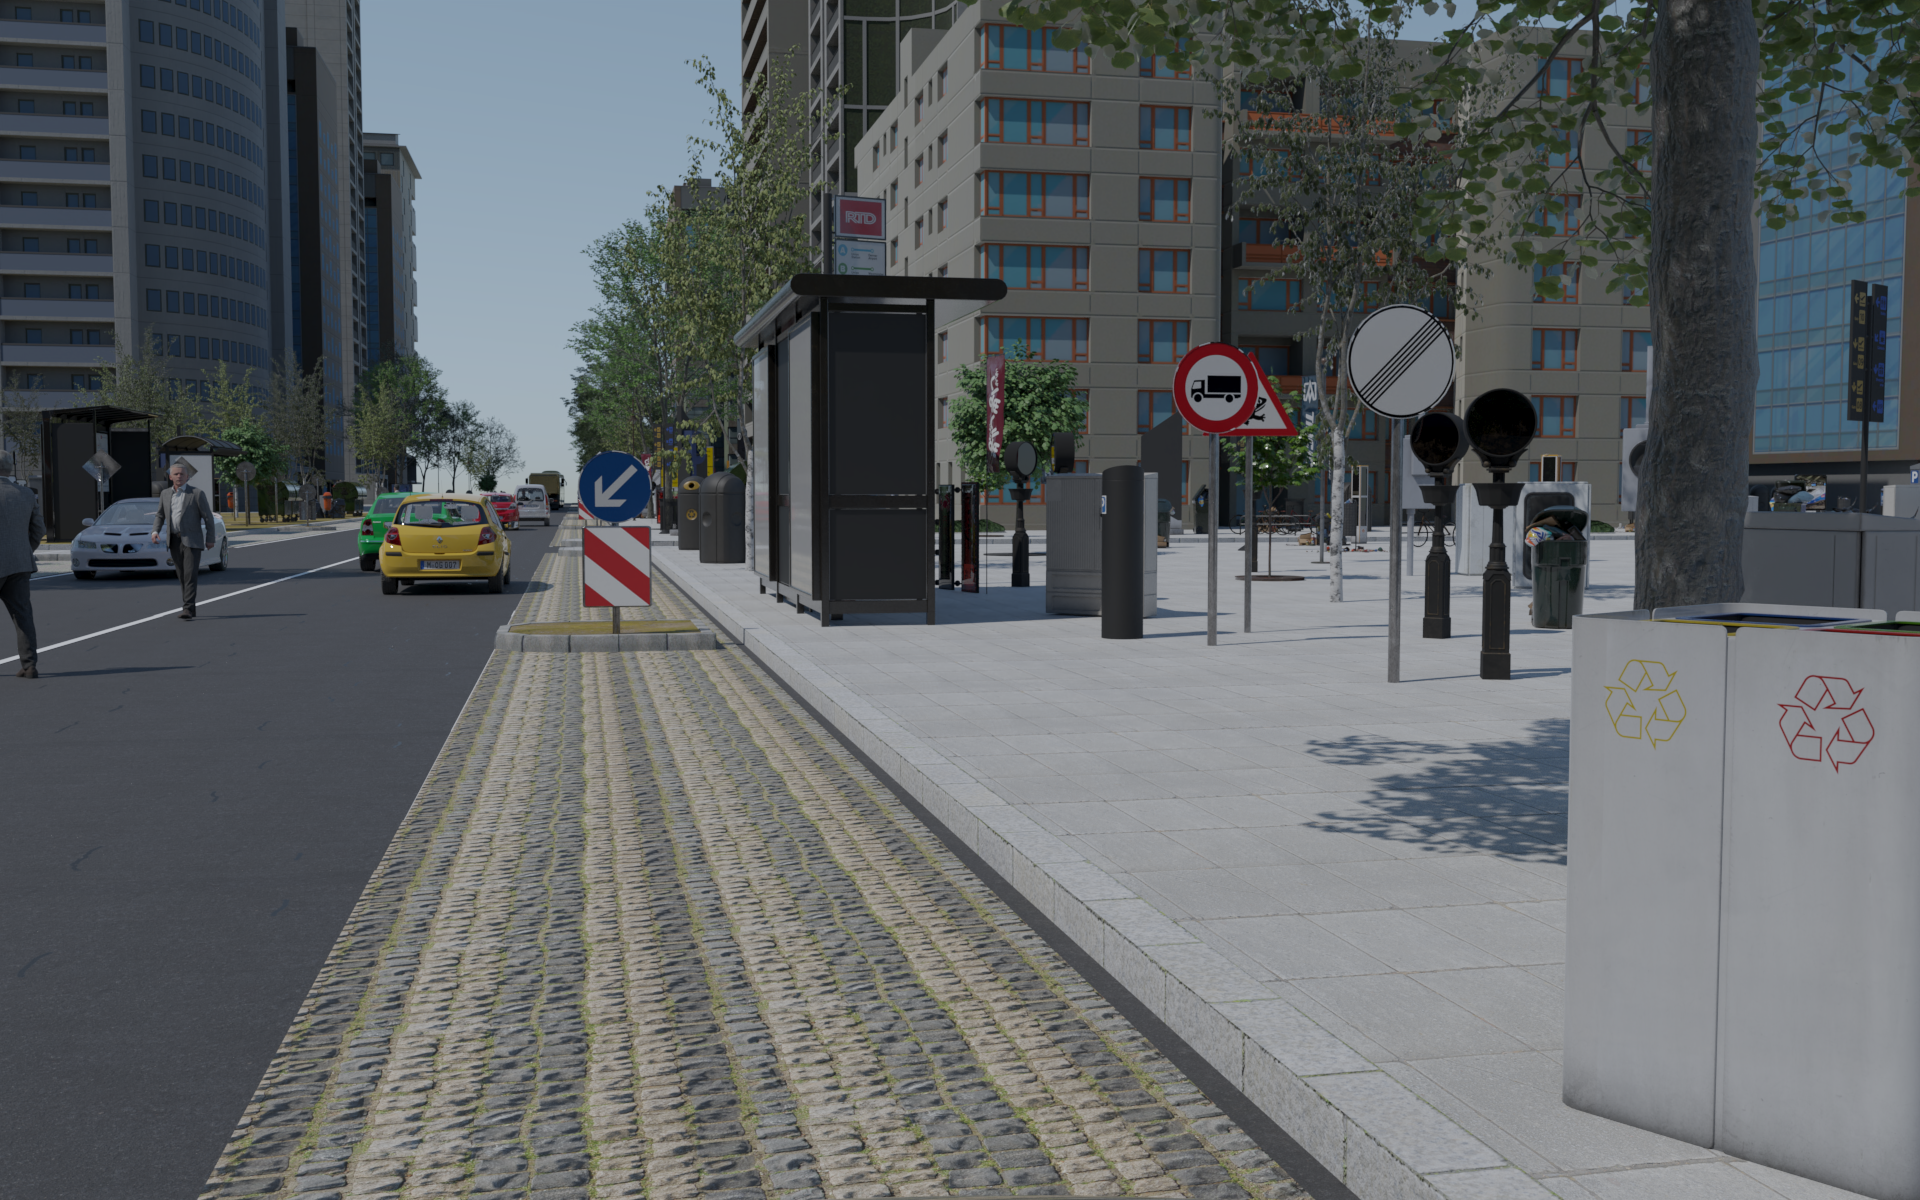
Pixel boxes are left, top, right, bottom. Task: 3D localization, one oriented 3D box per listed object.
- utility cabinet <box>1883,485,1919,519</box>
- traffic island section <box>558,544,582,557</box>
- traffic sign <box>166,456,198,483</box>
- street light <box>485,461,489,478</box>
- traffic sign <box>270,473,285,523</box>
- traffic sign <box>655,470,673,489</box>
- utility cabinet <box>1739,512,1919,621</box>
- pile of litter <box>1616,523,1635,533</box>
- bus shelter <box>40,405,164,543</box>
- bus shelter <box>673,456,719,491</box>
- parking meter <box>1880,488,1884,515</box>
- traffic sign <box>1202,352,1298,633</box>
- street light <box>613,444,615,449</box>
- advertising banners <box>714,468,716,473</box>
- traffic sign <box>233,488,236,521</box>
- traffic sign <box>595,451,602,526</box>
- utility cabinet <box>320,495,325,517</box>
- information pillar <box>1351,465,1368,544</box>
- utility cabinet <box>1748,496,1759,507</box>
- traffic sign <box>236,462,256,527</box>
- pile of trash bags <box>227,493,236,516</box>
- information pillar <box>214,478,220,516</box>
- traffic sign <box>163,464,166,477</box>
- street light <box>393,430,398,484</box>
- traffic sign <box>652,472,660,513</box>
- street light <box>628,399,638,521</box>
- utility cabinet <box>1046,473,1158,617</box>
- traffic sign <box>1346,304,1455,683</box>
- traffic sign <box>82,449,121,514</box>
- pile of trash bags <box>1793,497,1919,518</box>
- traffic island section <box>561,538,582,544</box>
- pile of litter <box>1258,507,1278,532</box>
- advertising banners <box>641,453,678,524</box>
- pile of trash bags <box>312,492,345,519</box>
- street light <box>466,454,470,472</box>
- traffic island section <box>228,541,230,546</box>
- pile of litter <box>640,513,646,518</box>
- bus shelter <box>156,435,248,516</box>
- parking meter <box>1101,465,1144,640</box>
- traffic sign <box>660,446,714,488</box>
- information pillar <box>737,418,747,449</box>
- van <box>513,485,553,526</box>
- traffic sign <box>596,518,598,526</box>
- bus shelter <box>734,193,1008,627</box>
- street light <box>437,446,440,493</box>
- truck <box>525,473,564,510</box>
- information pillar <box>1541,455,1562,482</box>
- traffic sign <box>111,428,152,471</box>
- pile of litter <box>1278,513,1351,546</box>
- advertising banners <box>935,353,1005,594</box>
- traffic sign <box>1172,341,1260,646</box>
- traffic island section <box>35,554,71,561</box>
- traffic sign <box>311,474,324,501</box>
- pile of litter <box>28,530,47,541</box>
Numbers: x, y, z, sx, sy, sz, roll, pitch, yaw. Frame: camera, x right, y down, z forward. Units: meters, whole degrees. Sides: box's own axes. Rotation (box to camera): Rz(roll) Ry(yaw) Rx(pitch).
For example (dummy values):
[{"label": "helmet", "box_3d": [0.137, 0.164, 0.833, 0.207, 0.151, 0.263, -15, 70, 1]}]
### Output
[{"label": "utility cabinet", "box_3d": [22.934, -2.049, 42.186, 1.173, 1.500, 0.318, -2, 4, -32]}, {"label": "traffic island section", "box_3d": [-8.411, -1.127, 40.714, 2.009, 0.180, 2.903, -1, 4, -12]}, {"label": "traffic sign", "box_3d": [-20.701, -2.599, 46.128, 0.795, 2.450, 0.064, -1, 4, -12]}, {"label": "street light", "box_3d": [-65.460, -16.319, 239.598, 0.468, 5.910, 1.993, -1, 4, -12]}, {"label": "traffic sign", "box_3d": [-30.267, -4.683, 76.675, 0.768, 2.556, 0.104, 0, 4, -7]}, {"label": "traffic sign", "box_3d": [-17.915, -6.734, 103.968, 2.265, 3.308, 0.079, -1, 4, -9]}, {"label": "utility cabinet", "box_3d": [3.034, 0.294, 6.361, 0.306, 1.237, 1.020, -1, 4, -15]}, {"label": "pile of litter", "box_3d": [22.816, -2.696, 58.045, 1.719, 0.858, 1.176, 2, 4, 24]}, {"label": "bus shelter", "box_3d": [-23.878, -3.497, 48.464, 1.731, 3.624, 6.357, -1, 4, -12]}, {"label": "bus shelter", "box_3d": [-12.374, -5.273, 80.144, 2.014, 3.302, 5.546, -1, 4, -12]}, {"label": "parking meter", "box_3d": [37.186, -3.742, 69.587, 0.372, 1.533, 0.369, 0, 3, 0]}, {"label": "traffic sign", "box_3d": [2.659, -0.975, 15.951, 0.884, 2.594, 0.081, 0, 4, -4]}, {"label": "street light", "box_3d": [-24.269, -9.094, 121.467, 0.468, 5.910, 1.993, -1, 4, -12]}, {"label": "advertising banners", "box_3d": [-16.047, -7.394, 117.075, 2.074, 3.025, 0.090, -2, 4, -33]}, {"label": "traffic sign", "box_3d": [-34.466, -5.023, 82.229, 0.768, 2.556, 0.104, 0, 4, -8]}, {"label": "traffic sign", "box_3d": [-8.432, -2.262, 40.632, 0.795, 2.450, 0.064, -1, 4, -12]}, {"label": "utility cabinet", "box_3d": [-34.414, -5.036, 93.502, 0.306, 1.237, 1.020, -1, 4, -21]}, {"label": "information pillar", "box_3d": [10.290, -2.454, 44.612, 0.304, 2.012, 0.304, -2, 4, -35]}, {"label": "utility cabinet", "box_3d": [26.817, -2.926, 59.004, 1.020, 1.237, 0.306, -3, 5, -40]}, {"label": "traffic sign", "box_3d": [-28.147, -4.170, 68.279, 0.768, 2.556, 0.104, 0, 4, -3]}, {"label": "pile of trash bags", "box_3d": [-43.846, -5.567, 100.768, 3.447, 1.369, 1.912, -2, 4, -29]}, {"label": "information pillar", "box_3d": [-34.553, -4.643, 80.412, 0.304, 2.012, 0.304, -3, 5, -39]}, {"label": "traffic sign", "box_3d": [-30.326, -4.077, 66.764, 0.768, 2.556, 0.104, 0, 4, -4]}, {"label": "street light", "box_3d": [-39.407, -9.063, 120.972, 0.468, 5.910, 1.993, -1, 4, -12]}, {"label": "traffic sign", "box_3d": [-17.723, -6.170, 100.986, 0.768, 2.556, 0.104, -1, 4, -11]}, {"label": "street light", "box_3d": [-15.671, -6.751, 83.168, 0.468, 5.910, 1.993, -1, 4, -12]}, {"label": "utility cabinet", "box_3d": [1.472, -0.579, 18.140, 1.173, 1.500, 0.318, 2, 4, 34]}, {"label": "traffic sign", "box_3d": [2.953, -0.710, 11.716, 0.768, 2.556, 0.104, -1, 4, -9]}, {"label": "traffic sign", "box_3d": [-18.978, -2.122, 38.331, 0.795, 2.450, 0.064, -1, 4, -12]}, {"label": "pile of trash bags", "box_3d": [14.327, -1.047, 26.870, 3.447, 1.369, 1.912, -1, 4, -22]}, {"label": "traffic island section", "box_3d": [-10.135, -1.604, 48.512, 2.009, 0.180, 2.903, -1, 4, -12]}, {"label": "pile of litter", "box_3d": [10.285, -2.726, 58.529, 1.176, 0.858, 1.719, 0, 4, 1]}, {"label": "advertising banners", "box_3d": [-12.809, -4.785, 74.421, 2.074, 3.025, 0.090, 1, 4, 23]}, {"label": "pile of trash bags", "box_3d": [-33.116, -4.939, 90.502, 1.912, 1.369, 3.447, -2, 4, -24]}, {"label": "street light", "box_3d": [-57.218, -14.007, 201.806, 0.468, 5.910, 1.993, -1, 4, -12]}, {"label": "traffic island section", "box_3d": [-20.722, -1.462, 46.185, 2.009, 0.180, 2.903, -1, 4, -12]}, {"label": "pile of litter", "box_3d": [-17.605, -4.874, 93.647, 1.176, 0.858, 1.719, -2, 4, -30]}, {"label": "bus shelter", "box_3d": [-27.088, -4.173, 62.146, 2.014, 3.302, 5.546, -1, 4, -12]}, {"label": "parking meter", "box_3d": [1.447, -0.428, 15.403, 0.372, 1.533, 0.369, 0, 3, 0]}, {"label": "traffic sign", "box_3d": [-11.602, -4.881, 73.674, 2.265, 3.308, 0.079, -1, 4, -11]}, {"label": "information pillar", "box_3d": [-6.715, -3.796, 53.419, 0.183, 3.616, 0.504, -3, 4, -38]}, {"label": "van", "box_3d": [-19.312, -4.336, 77.903, 2.013, 2.044, 4.112, -1, 4, -14]}, {"label": "traffic sign", "box_3d": [-10.156, -2.739, 48.429, 0.795, 2.450, 0.064, -1, 4, -12]}, {"label": "bus shelter", "box_3d": [-1.488, -2.645, 20.871, 2.179, 5.291, 8.768, -1, 4, -13]}, {"label": "street light", "box_3d": [-47.641, -11.340, 158.193, 0.468, 5.910, 1.993, -1, 4, -12]}, {"label": "truck", "box_3d": [-37.463, -9.800, 156.149, 3.469, 3.379, 9.791, -1, 4, -13]}, {"label": "information pillar", "box_3d": [11.114, -1.719, 32.602, 0.304, 2.012, 0.304, 2, 4, 32]}, {"label": "traffic sign", "box_3d": [-25.981, -3.626, 53.151, 2.265, 3.308, 0.079, 0, 4, -4]}, {"label": "pile of litter", "box_3d": [8.942, -1.791, 43.242, 1.719, 0.858, 1.176, 0, 4, 4]}, {"label": "advertising banners", "box_3d": [0.122, -1.612, 22.536, 0.090, 3.025, 2.074, -2, 4, -25]}, {"label": "traffic sign", "box_3d": [2.134, -0.885, 14.583, 0.768, 2.556, 0.104, -1, 4, -12]}, {"label": "traffic island section", "box_3d": [-18.999, -0.985, 38.387, 2.009, 0.180, 2.903, -1, 4, -12]}, {"label": "traffic sign", "box_3d": [-40.057, -6.602, 108.044, 0.768, 2.556, 0.104, 0, 4, -8]}, {"label": "pile of litter", "box_3d": [-25.656, -2.044, 47.388, 1.176, 0.858, 1.719, -2, 4, -27]}]
